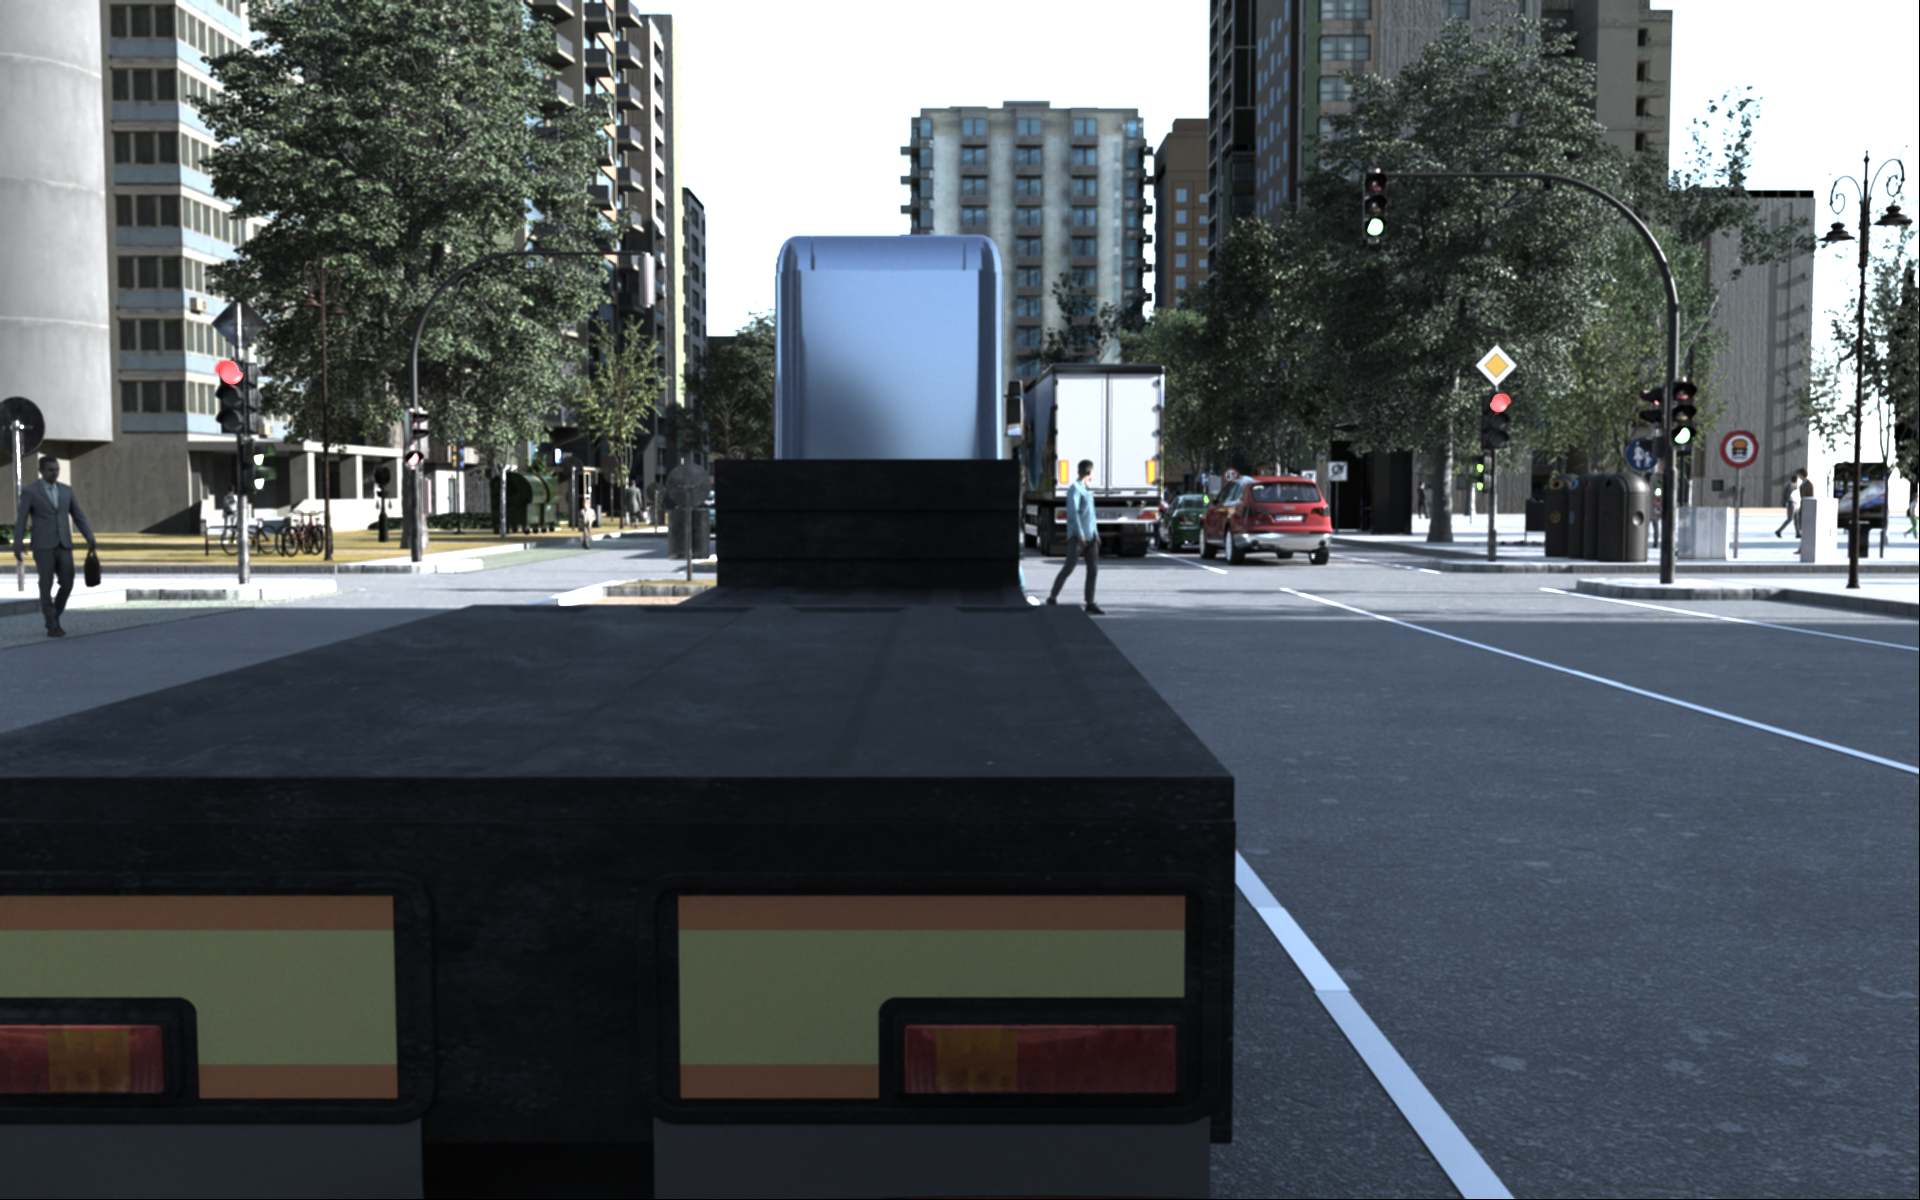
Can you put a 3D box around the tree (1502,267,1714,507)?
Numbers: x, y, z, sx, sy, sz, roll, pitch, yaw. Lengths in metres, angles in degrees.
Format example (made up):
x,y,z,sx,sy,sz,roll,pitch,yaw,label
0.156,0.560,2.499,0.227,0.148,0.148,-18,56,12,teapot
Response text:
x,y,z,sx,sy,sz,roll,pitch,yaw,label
20.769,-6.458,55.946,4.737,8.622,4.395,0,3,0,tree

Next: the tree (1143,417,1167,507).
x,y,z,sx,sy,sz,roll,pitch,yaw,label
11.955,-9.982,113.562,4.360,8.622,3.978,0,3,0,tree

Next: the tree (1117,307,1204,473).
x,y,z,sx,sy,sz,roll,pitch,yaw,label
12.437,-11.450,105.326,7.486,12.596,7.792,0,3,0,tree

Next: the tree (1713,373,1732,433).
x,y,z,sx,sy,sz,roll,pitch,yaw,label
38.103,-8.591,90.821,4.737,8.622,4.395,0,3,0,tree

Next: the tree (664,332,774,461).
x,y,z,sx,sy,sz,roll,pitch,yaw,label
-13.703,-10.172,100.720,7.601,10.594,8.767,-1,4,-14,tree

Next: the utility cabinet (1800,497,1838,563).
x,y,z,sx,sy,sz,roll,pitch,yaw,label
16.132,-1.306,32.513,1.020,1.237,0.306,-3,5,-43,utility cabinet

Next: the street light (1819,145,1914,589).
x,y,z,sx,sy,sz,roll,pitch,yaw,label
12.164,-3.096,23.408,0.468,5.910,1.993,0,4,0,street light

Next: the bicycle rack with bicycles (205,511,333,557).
x,y,z,sx,sy,sz,roll,pitch,yaw,label
-14.367,-1.420,36.607,2.852,0.926,2.925,1,4,14,bicycle rack with bicycles

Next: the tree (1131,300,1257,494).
x,y,z,sx,sy,sz,roll,pitch,yaw,label
12.416,-10.084,90.626,9.928,11.665,9.643,0,3,0,tree

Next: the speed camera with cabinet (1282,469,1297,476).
x,y,z,sx,sy,sz,roll,pitch,yaw,label
14.496,-5.058,77.035,0.660,3.252,2.038,2,4,24,speed camera with cabinet

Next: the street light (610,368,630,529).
x,y,z,sx,sy,sz,roll,pitch,yaw,label
-12.432,-5.546,63.460,0.468,5.910,1.993,0,4,0,street light

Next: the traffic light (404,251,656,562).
x,y,z,sx,sy,sz,roll,pitch,yaw,label
-8.128,-3.542,32.572,4.771,5.953,1.251,0,4,0,traffic light

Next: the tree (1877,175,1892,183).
x,y,z,sx,sy,sz,roll,pitch,yaw,label
21.356,-5.339,37.658,4.360,8.622,3.978,0,3,0,tree

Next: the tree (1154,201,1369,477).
x,y,z,sx,sy,sz,roll,pitch,yaw,label
12.450,-9.264,68.471,9.611,12.733,9.660,0,3,0,tree

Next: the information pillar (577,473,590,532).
x,y,z,sx,sy,sz,roll,pitch,yaw,label
-12.845,-3.344,59.163,0.304,2.012,0.304,2,4,24,information pillar

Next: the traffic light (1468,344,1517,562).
x,y,z,sx,sy,sz,roll,pitch,yaw,label
10.042,-2.675,32.656,0.839,4.253,0.868,0,4,0,traffic light

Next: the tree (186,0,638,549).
x,y,z,sx,sy,sz,roll,pitch,yaw,label
-12.709,-8.176,40.328,9.857,13.997,8.962,0,3,0,tree

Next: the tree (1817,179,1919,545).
x,y,z,sx,sy,sz,roll,pitch,yaw,label
23.451,-5.684,43.289,4.360,8.622,3.978,0,3,0,tree

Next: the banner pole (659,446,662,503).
x,y,z,sx,sy,sz,roll,pitch,yaw,label
-15.498,-6.100,89.760,0.401,3.779,0.863,-1,4,-10,banner pole

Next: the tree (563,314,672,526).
x,y,z,sx,sy,sz,roll,pitch,yaw,label
-13.760,-7.317,70.003,4.737,8.622,4.395,0,3,0,tree

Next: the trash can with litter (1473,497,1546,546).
x,y,z,sx,sy,sz,roll,pitch,yaw,label
14.085,-1.983,43.478,2.233,1.210,1.678,2,4,29,trash can with litter

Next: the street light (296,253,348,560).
x,y,z,sx,sy,sz,roll,pitch,yaw,label
-12.235,-3.705,33.367,0.468,5.910,1.993,0,4,0,street light

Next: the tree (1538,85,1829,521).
x,y,z,sx,sy,sz,roll,pitch,yaw,label
33.824,-13.725,80.300,12.611,20.169,13.585,0,3,0,tree

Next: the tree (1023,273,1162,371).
x,y,z,sx,sy,sz,roll,pitch,yaw,label
10.560,-18.010,150.348,12.611,20.169,13.585,0,3,0,tree

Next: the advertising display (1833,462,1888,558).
x,y,z,sx,sy,sz,roll,pitch,yaw,label
18.103,-1.813,34.863,0.974,1.923,0.123,2,4,23,advertising display

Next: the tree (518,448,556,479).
x,y,z,sx,sy,sz,roll,pitch,yaw,label
-17.717,-4.791,72.926,1.663,3.219,1.824,0,3,0,tree

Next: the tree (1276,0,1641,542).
x,y,z,sx,sy,sz,roll,pitch,yaw,label
12.815,-8.519,45.948,9.857,13.997,8.962,0,3,0,tree

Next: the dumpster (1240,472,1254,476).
x,y,z,sx,sy,sz,roll,pitch,yaw,label
14.554,-4.974,83.822,1.502,2.255,1.985,0,4,-1,dumpster

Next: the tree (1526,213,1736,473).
x,y,z,sx,sy,sz,roll,pitch,yaw,label
24.253,-8.411,63.280,9.928,11.665,9.643,0,3,0,tree

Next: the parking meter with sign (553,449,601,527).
x,y,z,sx,sy,sz,roll,pitch,yaw,label
-14.714,-4.308,66.705,1.738,3.016,0.543,1,4,8,parking meter with sign

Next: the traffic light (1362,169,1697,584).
x,y,z,sx,sy,sz,roll,pitch,yaw,label
7.996,-3.049,24.518,4.771,5.953,1.251,0,4,0,traffic light

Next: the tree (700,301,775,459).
x,y,z,sx,sy,sz,roll,pitch,yaw,label
-12.757,-12.800,115.932,9.857,13.997,8.962,0,3,0,tree

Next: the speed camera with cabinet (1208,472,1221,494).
x,y,z,sx,sy,sz,roll,pitch,yaw,label
12.643,-5.580,85.576,0.660,3.252,2.038,0,4,3,speed camera with cabinet

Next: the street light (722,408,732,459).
x,y,z,sx,sy,sz,roll,pitch,yaw,label
-12.600,-7.391,93.635,0.468,5.910,1.993,0,4,0,street light

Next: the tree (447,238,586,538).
x,y,z,sx,sy,sz,roll,pitch,yaw,label
-13.299,-6.139,50.740,4.360,8.622,3.978,0,3,0,tree

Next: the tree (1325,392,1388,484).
x,y,z,sx,sy,sz,roll,pitch,yaw,label
20.005,-8.510,89.497,4.360,8.622,3.978,0,3,0,tree

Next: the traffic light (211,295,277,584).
x,y,z,sx,sy,sz,roll,pitch,yaw,label
-10.174,-2.179,24.540,0.839,4.253,0.868,0,4,0,traffic light

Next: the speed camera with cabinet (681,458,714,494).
x,y,z,sx,sy,sz,roll,pitch,yaw,label
-14.573,-6.173,95.265,2.038,3.252,0.660,0,4,-6,speed camera with cabinet

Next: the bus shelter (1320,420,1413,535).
x,y,z,sx,sy,sz,roll,pitch,yaw,label
13.400,-4.035,57.262,1.731,3.624,6.357,0,4,0,bus shelter

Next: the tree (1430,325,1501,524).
x,y,z,sx,sy,sz,roll,pitch,yaw,label
22.046,-7.592,74.488,4.737,8.622,4.395,0,3,0,tree
